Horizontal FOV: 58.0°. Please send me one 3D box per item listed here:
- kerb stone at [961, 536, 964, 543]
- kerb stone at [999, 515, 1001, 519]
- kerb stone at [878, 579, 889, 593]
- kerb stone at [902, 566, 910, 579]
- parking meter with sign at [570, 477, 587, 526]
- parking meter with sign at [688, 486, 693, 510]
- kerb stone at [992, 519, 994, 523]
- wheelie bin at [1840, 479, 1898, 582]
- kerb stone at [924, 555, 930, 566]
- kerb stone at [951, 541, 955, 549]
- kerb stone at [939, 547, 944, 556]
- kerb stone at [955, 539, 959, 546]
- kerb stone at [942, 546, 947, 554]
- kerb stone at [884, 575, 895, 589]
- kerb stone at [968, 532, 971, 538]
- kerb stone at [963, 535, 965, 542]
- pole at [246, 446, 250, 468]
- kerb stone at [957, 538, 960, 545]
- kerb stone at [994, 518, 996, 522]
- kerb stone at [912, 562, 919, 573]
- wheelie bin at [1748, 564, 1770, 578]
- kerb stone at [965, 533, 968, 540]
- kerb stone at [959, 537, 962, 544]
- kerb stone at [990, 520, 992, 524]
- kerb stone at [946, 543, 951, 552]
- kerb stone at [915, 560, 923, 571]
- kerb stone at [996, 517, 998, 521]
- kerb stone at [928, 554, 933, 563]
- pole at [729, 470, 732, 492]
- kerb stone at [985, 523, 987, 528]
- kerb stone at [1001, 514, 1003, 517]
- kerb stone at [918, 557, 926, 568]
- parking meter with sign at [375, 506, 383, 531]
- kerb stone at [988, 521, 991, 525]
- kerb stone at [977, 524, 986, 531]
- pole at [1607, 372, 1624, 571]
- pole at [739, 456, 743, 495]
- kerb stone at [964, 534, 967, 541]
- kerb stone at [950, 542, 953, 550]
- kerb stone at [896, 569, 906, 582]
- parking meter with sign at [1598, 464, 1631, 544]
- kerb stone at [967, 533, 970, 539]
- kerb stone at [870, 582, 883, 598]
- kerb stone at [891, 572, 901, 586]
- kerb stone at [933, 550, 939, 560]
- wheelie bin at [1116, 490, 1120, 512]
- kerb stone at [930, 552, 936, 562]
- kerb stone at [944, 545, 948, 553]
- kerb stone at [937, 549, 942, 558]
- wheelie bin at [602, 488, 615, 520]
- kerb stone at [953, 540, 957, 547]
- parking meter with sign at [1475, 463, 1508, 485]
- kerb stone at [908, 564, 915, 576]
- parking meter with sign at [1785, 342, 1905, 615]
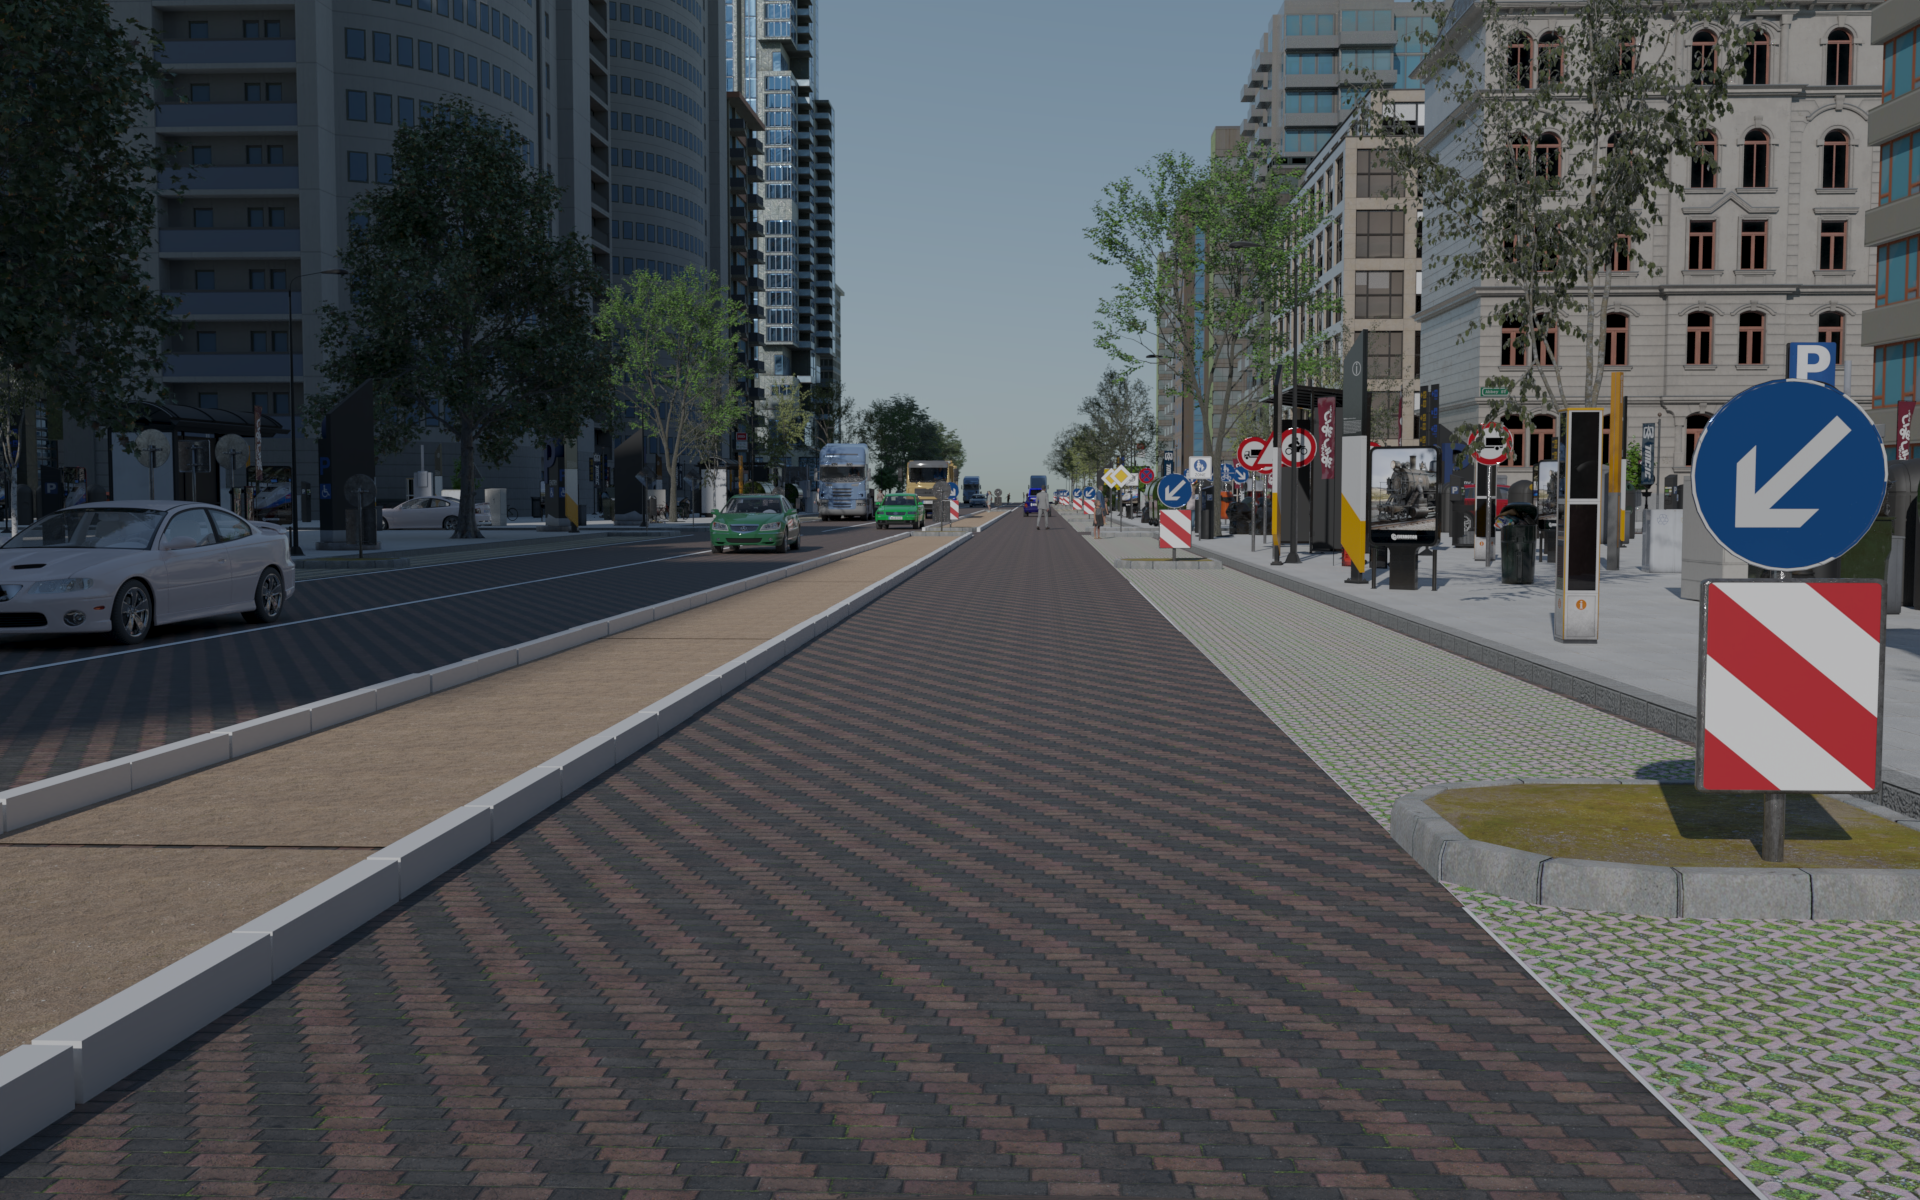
[{"bbox_3d":[-0.043,-1.678,49.636,0.120,0.150,1.000,0,4,3],"label":"kerb stone"},{"bbox_3d":[2.040,-4.464,95.187,0.120,0.150,1.000,0,4,3],"label":"kerb stone"},{"bbox_3d":[-1.164,-0.175,25.050,0.120,0.150,1.000,0,4,3],"label":"kerb stone"},{"bbox_3d":[-0.974,-0.426,29.156,0.120,0.150,1.000,0,4,3],"label":"kerb stone"},{"bbox_3d":[-15.611,-4.463,69.223,0.543,3.016,1.738,2,4,24],"label":"parking meter with sign"},{"bbox_3d":[-21.892,-8.924,142.169,0.543,3.016,1.738,0,4,7],"label":"parking meter with sign"},{"bbox_3d":[1.384,-3.587,80.847,0.120,0.150,1.000,0,4,3],"label":"kerb stone"},{"bbox_3d":[8.486,-0.526,16.502,0.693,1.594,0.980,1,4,12],"label":"wheelie bin"},{"bbox_3d":[-0.743,-0.738,34.263,0.120,0.150,1.000,0,4,3],"label":"kerb stone"},{"bbox_3d":[-0.269,-1.364,44.507,0.120,0.150,1.000,0,4,3],"label":"kerb stone"},{"bbox_3d":[-0.508,-1.051,39.374,0.120,0.150,1.000,0,4,3],"label":"kerb stone"},{"bbox_3d":[-0.185,-1.490,46.550,0.120,0.150,1.000,0,4,3],"label":"kerb stone"},{"bbox_3d":[-0.459,-1.113,40.399,0.120,0.150,1.000,0,4,3],"label":"kerb stone"},{"bbox_3d":[-1.117,-0.233,26.085,0.120,0.150,1.000,0,4,3],"label":"kerb stone"},{"bbox_3d":[0.193,-1.991,54.755,0.120,0.150,1.000,0,4,3],"label":"kerb stone"},{"bbox_3d":[0.004,-1.740,50.663,0.120,0.150,1.000,0,4,3],"label":"kerb stone"},{"bbox_3d":[-29.969,-4.839,72.964,0.158,3.312,0.155,0,3,0],"label":"pole"},{"bbox_3d":[-0.144,-1.552,47.579,0.120,0.150,1.000,0,4,3],"label":"kerb stone"},{"bbox_3d":[1.569,-3.838,84.945,0.120,0.150,1.000,0,4,3],"label":"kerb stone"},{"bbox_3d":[-0.884,-0.544,31.199,0.120,0.150,1.000,0,4,3],"label":"kerb stone"},{"bbox_3d":[11.211,-1.004,24.321,0.693,1.594,0.980,2,4,29],"label":"wheelie bin"},{"bbox_3d":[0.099,-1.866,52.706,0.120,0.150,1.000,0,4,3],"label":"kerb stone"},{"bbox_3d":[-0.085,-1.615,48.599,0.120,0.150,1.000,0,4,3],"label":"kerb stone"},{"bbox_3d":[1.243,-3.400,77.778,0.120,0.150,1.000,0,4,3],"label":"kerb stone"},{"bbox_3d":[-0.367,-1.239,42.454,0.120,0.150,1.000,0,4,3],"label":"kerb stone"},{"bbox_3d":[-0.830,-0.609,32.220,0.120,0.150,1.000,0,4,3],"label":"kerb stone"},{"bbox_3d":[1.711,-4.026,88.018,0.120,0.150,1.000,0,4,3],"label":"kerb stone"},{"bbox_3d":[-0.693,-0.798,35.284,0.120,0.150,1.000,0,4,3],"label":"kerb stone"},{"bbox_3d":[-17.461,-8.450,131.995,0.158,3.312,0.155,0,3,0],"label":"pole"},{"bbox_3d":[0.920,-2.962,70.617,0.120,0.150,1.000,0,4,3],"label":"kerb stone"},{"bbox_3d":[2.273,-4.775,100.327,0.120,0.150,1.000,0,4,3],"label":"kerb stone"},{"bbox_3d":[-0.791,-0.675,33.241,0.120,0.150,1.000,0,4,3],"label":"kerb stone"},{"bbox_3d":[-20.874,-3.892,59.892,0.543,3.016,1.738,3,5,42],"label":"parking meter with sign"},{"bbox_3d":[1.150,-3.270,75.734,0.120,0.150,1.000,0,4,3],"label":"kerb stone"},{"bbox_3d":[0.864,-2.899,69.597,0.120,0.150,1.000,0,4,3],"label":"kerb stone"},{"bbox_3d":[10.984,-2.152,29.033,0.158,3.312,0.155,0,3,0],"label":"pole"},{"bbox_3d":[-11.659,-6.014,92.167,0.158,3.312,0.155,0,3,0],"label":"pole"},{"bbox_3d":[0.052,-1.804,51.684,0.120,0.150,1.000,0,4,3],"label":"kerb stone"},{"bbox_3d":[-0.327,-1.301,43.481,0.120,0.150,1.000,0,4,3],"label":"kerb stone"},{"bbox_3d":[-1.022,-0.361,28.128,0.120,0.150,1.000,0,4,3],"label":"kerb stone"},{"bbox_3d":[16.277,-2.945,44.404,1.738,3.016,0.543,0,4,-4],"label":"parking meter with sign"},{"bbox_3d":[0.154,-1.923,53.733,0.120,0.150,1.000,0,4,3],"label":"kerb stone"},{"bbox_3d":[-1.213,-0.112,24.029,0.120,0.150,1.000,0,4,3],"label":"kerb stone"},{"bbox_3d":[-1.067,-0.299,27.106,0.120,0.150,1.000,0,4,3],"label":"kerb stone"},{"bbox_3d":[-0.596,-0.926,37.329,0.120,0.150,1.000,0,4,3],"label":"kerb stone"},{"bbox_3d":[11.766,-7.191,125.487,0.980,1.594,0.693,1,4,13],"label":"wheelie bin"},{"bbox_3d":[-0.644,-0.861,36.308,0.120,0.150,1.000,0,4,3],"label":"kerb stone"},{"bbox_3d":[-0.423,-1.176,41.421,0.120,0.150,1.000,0,4,3],"label":"kerb stone"},{"bbox_3d":[-0.551,-0.988,38.353,0.120,0.150,1.000,0,4,3],"label":"kerb stone"},{"bbox_3d":[-17.279,-4.749,85.554,0.693,1.594,0.980,2,4,35],"label":"wheelie bin"},{"bbox_3d":[-0.227,-1.427,45.529,0.120,0.150,1.000,0,4,3],"label":"kerb stone"},{"bbox_3d":[21.284,-4.419,68.512,1.738,3.016,0.543,1,4,11],"label":"parking meter with sign"},{"bbox_3d":[-0.926,-0.488,30.178,0.120,0.150,1.000,0,4,3],"label":"kerb stone"},{"bbox_3d":[9.810,-1.400,19.148,0.543,3.016,1.738,0,4,-3],"label":"parking meter with sign"}]
